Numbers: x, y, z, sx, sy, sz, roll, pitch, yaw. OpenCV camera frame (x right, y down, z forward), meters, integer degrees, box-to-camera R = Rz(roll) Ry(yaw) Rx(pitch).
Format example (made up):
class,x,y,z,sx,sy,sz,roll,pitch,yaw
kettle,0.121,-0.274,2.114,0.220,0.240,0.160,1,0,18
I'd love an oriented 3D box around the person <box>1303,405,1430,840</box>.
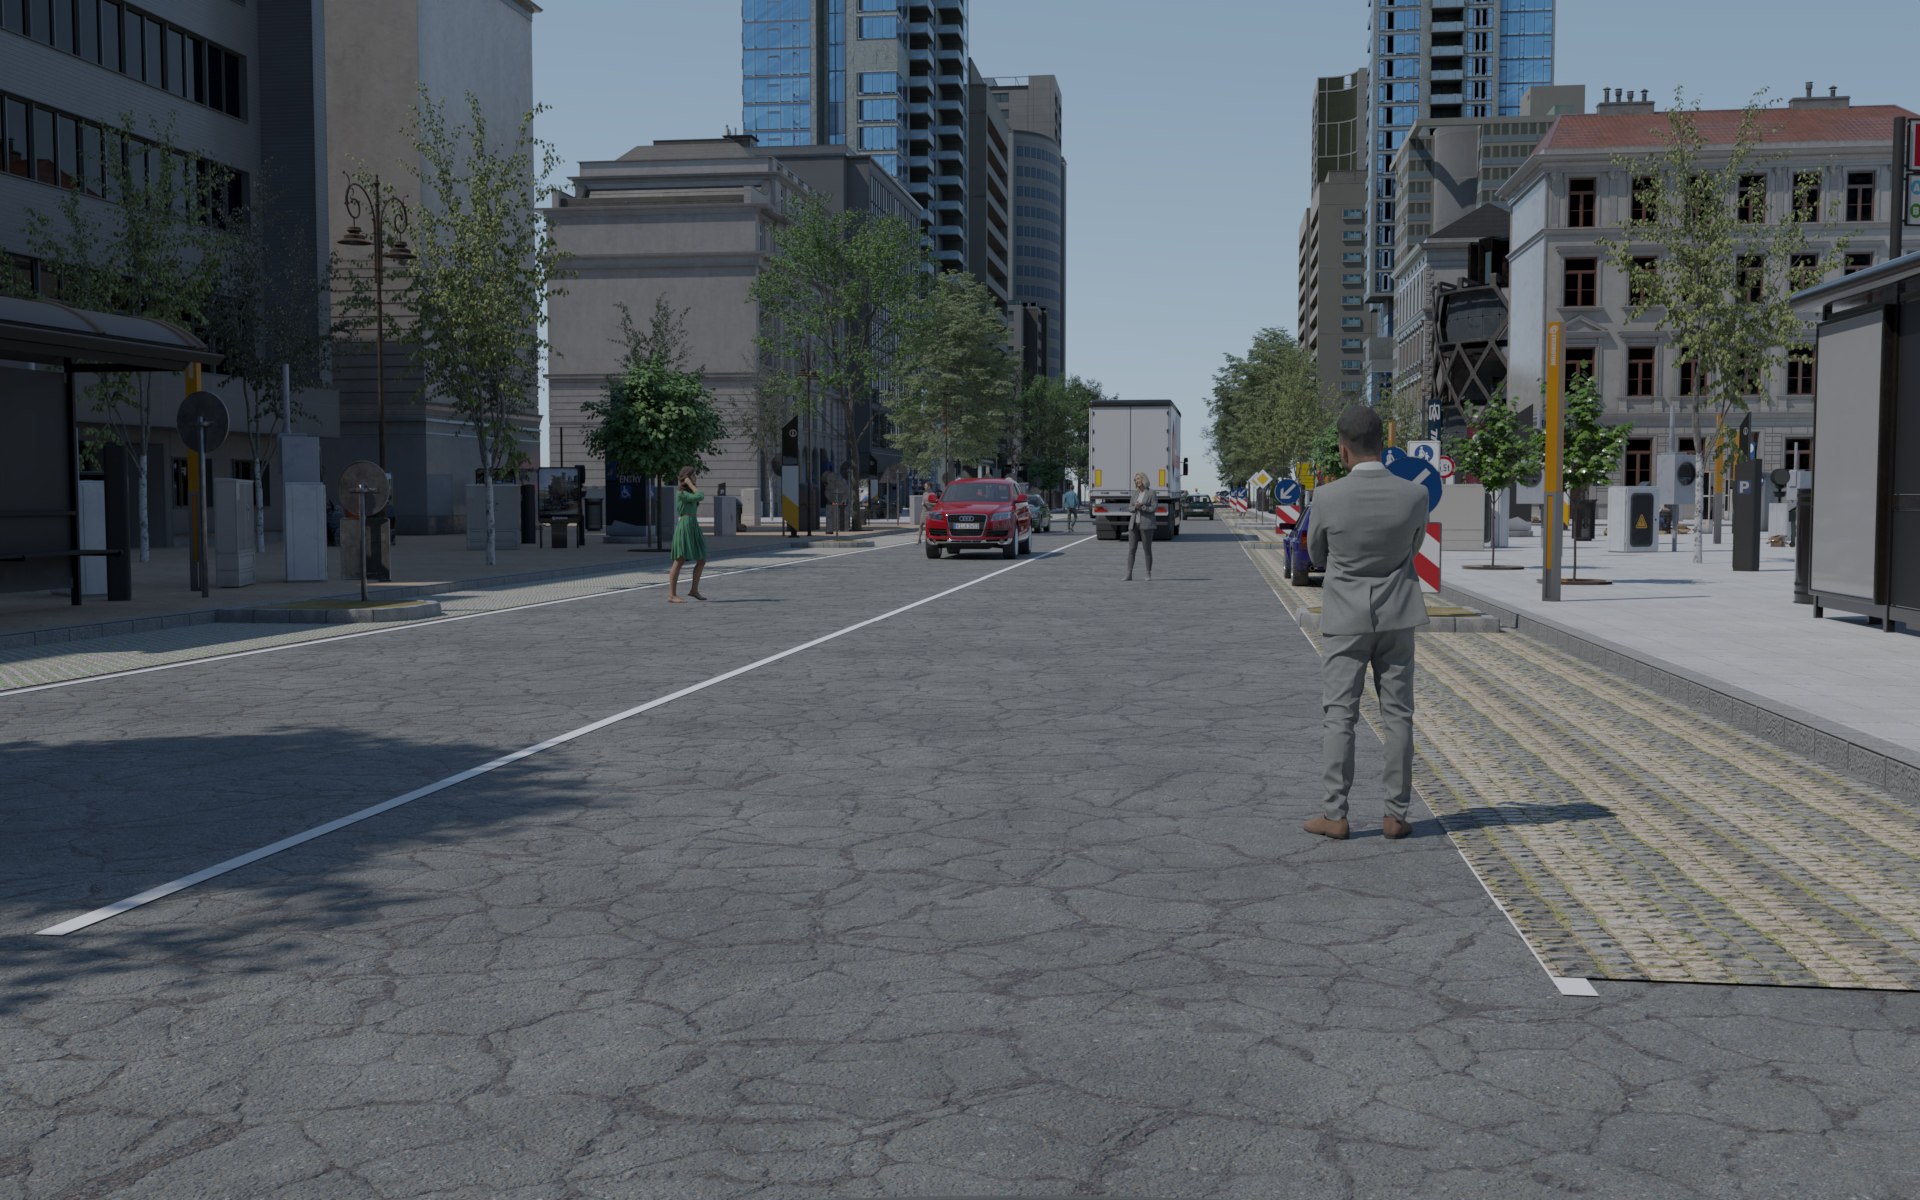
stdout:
class,x,y,z,sx,sy,sz,roll,pitch,yaw
person,1.708,0.083,7.332,0.511,1.800,0.466,-1,4,-11

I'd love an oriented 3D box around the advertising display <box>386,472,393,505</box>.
class,x,y,z,sx,sy,sz,roll,pitch,yaw
advertising display,-16.724,-2.719,49.664,0.123,1.923,0.974,3,5,42

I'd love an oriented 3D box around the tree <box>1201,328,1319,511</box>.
class,x,y,z,sx,sy,sz,roll,pitch,yaw
tree,23.556,-13.947,134.687,9.857,13.997,8.962,0,3,0

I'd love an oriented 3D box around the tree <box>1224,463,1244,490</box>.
class,x,y,z,sx,sy,sz,roll,pitch,yaw
tree,40.055,-18.388,250.999,4.360,8.622,3.978,0,3,0

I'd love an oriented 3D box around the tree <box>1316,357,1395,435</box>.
class,x,y,z,sx,sy,sz,roll,pitch,yaw
tree,21.030,-8.697,92.563,4.360,8.622,3.978,0,3,0

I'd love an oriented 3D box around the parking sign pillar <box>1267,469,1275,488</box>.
class,x,y,z,sx,sy,sz,roll,pitch,yaw
parking sign pillar,27.066,-9.937,150.939,1.447,3.967,1.447,1,4,8

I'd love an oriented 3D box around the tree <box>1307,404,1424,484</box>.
class,x,y,z,sx,sy,sz,roll,pitch,yaw
tree,14.393,-4.846,62.939,4.285,4.588,4.351,0,3,0

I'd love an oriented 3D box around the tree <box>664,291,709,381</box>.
class,x,y,z,sx,sy,sz,roll,pitch,yaw
tree,-11.390,-6.933,63.724,4.737,8.622,4.395,0,3,0

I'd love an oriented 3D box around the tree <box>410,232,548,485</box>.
class,x,y,z,sx,sy,sz,roll,pitch,yaw
tree,-13.357,-6.013,48.669,4.360,8.622,3.978,0,3,0

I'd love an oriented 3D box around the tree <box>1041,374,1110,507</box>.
class,x,y,z,sx,sy,sz,roll,pitch,yaw
tree,11.536,-15.206,165.633,9.611,12.733,9.660,0,3,0

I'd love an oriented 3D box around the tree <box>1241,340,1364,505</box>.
class,x,y,z,sx,sy,sz,roll,pitch,yaw
tree,16.241,-8.085,82.557,4.737,8.622,4.395,0,3,0

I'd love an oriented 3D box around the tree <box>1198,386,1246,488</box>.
class,x,y,z,sx,sy,sz,roll,pitch,yaw
tree,31.117,-17.066,189.399,12.009,13.543,11.850,0,3,0

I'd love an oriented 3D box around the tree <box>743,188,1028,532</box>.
class,x,y,z,sx,sy,sz,roll,pitch,yaw
tree,-3.712,-8.188,59.621,9.928,11.665,9.643,0,3,0

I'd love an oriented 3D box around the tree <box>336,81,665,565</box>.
class,x,y,z,sx,sy,sz,roll,pitch,yaw
tree,-8.611,-4.922,30.841,4.737,8.622,4.395,0,3,0

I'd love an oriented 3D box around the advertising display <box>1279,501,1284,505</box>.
class,x,y,z,sx,sy,sz,roll,pitch,yaw
advertising display,16.645,-5.190,90.066,0.123,1.923,0.974,1,4,9

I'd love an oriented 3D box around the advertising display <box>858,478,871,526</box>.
class,x,y,z,sx,sy,sz,roll,pitch,yaw
advertising display,-3.960,-4.010,70.784,0.123,1.923,0.974,-3,4,-37

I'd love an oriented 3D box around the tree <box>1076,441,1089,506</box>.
class,x,y,z,sx,sy,sz,roll,pitch,yaw
tree,13.955,-14.642,189.751,4.737,8.622,4.395,0,3,0

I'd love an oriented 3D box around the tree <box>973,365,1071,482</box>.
class,x,y,z,sx,sy,sz,roll,pitch,yaw
tree,4.168,-11.463,121.840,8.767,10.594,7.601,2,4,30

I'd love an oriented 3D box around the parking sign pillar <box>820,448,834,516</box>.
class,x,y,z,sx,sy,sz,roll,pitch,yaw
parking sign pillar,-7.826,-6.956,102.198,1.447,3.967,1.447,1,4,17

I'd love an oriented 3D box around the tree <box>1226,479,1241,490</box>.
class,x,y,z,sx,sy,sz,roll,pitch,yaw
tree,46.383,-18.767,290.550,4.285,4.588,4.351,0,3,0

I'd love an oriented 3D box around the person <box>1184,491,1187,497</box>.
class,x,y,z,sx,sy,sz,roll,pitch,yaw
person,22.157,-9.885,170.671,0.434,1.755,0.990,-1,4,-14

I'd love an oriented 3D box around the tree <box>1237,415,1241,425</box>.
class,x,y,z,sx,sy,sz,roll,pitch,yaw
tree,19.157,-9.414,104.277,4.737,8.622,4.395,0,3,0

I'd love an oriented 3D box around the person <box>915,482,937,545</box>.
class,x,y,z,sx,sy,sz,roll,pitch,yaw
person,-0.946,-2.426,48.504,0.599,1.781,0.374,2,4,34

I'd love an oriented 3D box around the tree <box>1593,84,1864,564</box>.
class,x,y,z,sx,sy,sz,roll,pitch,yaw
tree,13.841,-4.971,31.642,4.737,8.622,4.395,0,3,0

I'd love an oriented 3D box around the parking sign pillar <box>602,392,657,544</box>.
class,x,y,z,sx,sy,sz,roll,pitch,yaw
parking sign pillar,-8.632,-3.474,45.275,1.447,3.967,1.447,2,4,26

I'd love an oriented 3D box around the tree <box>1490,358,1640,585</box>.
class,x,y,z,sx,sy,sz,roll,pitch,yaw
tree,8.865,-1.836,24.614,1.663,3.219,1.824,0,3,0

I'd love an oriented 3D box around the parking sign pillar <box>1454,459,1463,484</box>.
class,x,y,z,sx,sy,sz,roll,pitch,yaw
parking sign pillar,25.479,-6.084,87.952,1.447,3.967,1.447,-3,5,-40

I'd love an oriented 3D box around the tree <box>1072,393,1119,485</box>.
class,x,y,z,sx,sy,sz,roll,pitch,yaw
tree,18.065,-18.970,216.812,9.857,13.997,8.962,0,3,0

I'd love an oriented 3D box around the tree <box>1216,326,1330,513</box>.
class,x,y,z,sx,sy,sz,roll,pitch,yaw
tree,21.491,-12.172,117.132,7.486,12.596,7.792,0,3,0

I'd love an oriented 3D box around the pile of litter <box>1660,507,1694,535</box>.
class,x,y,z,sx,sy,sz,roll,pitch,yaw
pile of litter,22.753,-2.532,55.371,1.719,0.858,1.176,0,4,-6

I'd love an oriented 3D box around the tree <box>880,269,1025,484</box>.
class,x,y,z,sx,sy,sz,roll,pitch,yaw
tree,-0.091,-10.367,87.622,7.486,12.596,7.792,0,3,0

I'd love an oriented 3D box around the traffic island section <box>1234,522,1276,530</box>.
class,x,y,z,sx,sy,sz,roll,pitch,yaw
traffic island section,13.338,-3.396,77.813,2.009,0.180,2.903,0,4,8

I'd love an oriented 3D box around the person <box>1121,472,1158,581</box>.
class,x,y,z,sx,sy,sz,roll,pitch,yaw
person,2.997,-1.217,28.578,0.537,1.800,0.526,3,5,42

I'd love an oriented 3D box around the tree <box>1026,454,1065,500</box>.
class,x,y,z,sx,sy,sz,roll,pitch,yaw
tree,6.743,-9.422,137.756,4.285,4.588,4.351,0,3,0

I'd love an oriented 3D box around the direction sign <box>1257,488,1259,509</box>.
class,x,y,z,sx,sy,sz,roll,pitch,yaw
direction sign,24.832,-9.310,144.210,0.876,3.537,0.379,-3,5,-41

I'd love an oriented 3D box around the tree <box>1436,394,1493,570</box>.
class,x,y,z,sx,sy,sz,roll,pitch,yaw
tree,9.230,-2.134,29.493,1.663,3.219,1.824,0,3,0

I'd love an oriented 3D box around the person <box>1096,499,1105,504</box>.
class,x,y,z,sx,sy,sz,roll,pitch,yaw
person,5.629,-3.769,69.998,0.514,1.842,0.818,2,4,35

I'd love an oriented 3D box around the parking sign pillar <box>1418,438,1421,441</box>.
class,x,y,z,sx,sy,sz,roll,pitch,yaw
parking sign pillar,22.227,-5.799,83.283,1.447,3.967,1.447,1,4,17

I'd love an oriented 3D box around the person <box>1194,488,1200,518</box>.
class,x,y,z,sx,sy,sz,roll,pitch,yaw
person,14.441,-5.921,105.526,0.478,1.798,0.641,0,4,-7

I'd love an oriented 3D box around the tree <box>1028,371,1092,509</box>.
class,x,y,z,sx,sy,sz,roll,pitch,yaw
tree,7.605,-13.522,146.834,9.928,11.665,9.643,0,3,0

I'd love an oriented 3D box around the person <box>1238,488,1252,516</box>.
class,x,y,z,sx,sy,sz,roll,pitch,yaw
person,17.585,-5.996,106.647,0.853,1.813,0.709,0,4,-2

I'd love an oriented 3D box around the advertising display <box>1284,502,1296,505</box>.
class,x,y,z,sx,sy,sz,roll,pitch,yaw
advertising display,17.439,-5.270,91.375,0.974,1.923,0.123,-2,4,-28

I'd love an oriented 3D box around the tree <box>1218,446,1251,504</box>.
class,x,y,z,sx,sy,sz,roll,pitch,yaw
tree,38.926,-19.164,239.090,9.928,11.665,9.643,0,3,0

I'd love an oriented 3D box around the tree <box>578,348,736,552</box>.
class,x,y,z,sx,sy,sz,roll,pitch,yaw
tree,-6.687,-3.372,38.846,4.285,4.588,4.351,0,3,0

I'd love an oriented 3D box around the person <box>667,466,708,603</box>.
class,x,y,z,sx,sy,sz,roll,pitch,yaw
person,-3.609,-0.866,22.903,0.529,1.795,0.600,0,4,-5

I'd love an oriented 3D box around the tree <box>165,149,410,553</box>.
class,x,y,z,sx,sy,sz,roll,pitch,yaw
tree,-15.144,-5.342,37.710,4.360,8.622,3.978,0,3,0

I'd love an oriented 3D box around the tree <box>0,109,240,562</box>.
class,x,y,z,sx,sy,sz,roll,pitch,yaw
tree,-15.733,-5.035,32.689,4.737,8.622,4.395,0,3,0

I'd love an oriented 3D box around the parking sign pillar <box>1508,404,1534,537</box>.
class,x,y,z,sx,sy,sz,roll,pitch,yaw
parking sign pillar,16.467,-3.879,51.902,1.447,3.967,1.447,1,4,21

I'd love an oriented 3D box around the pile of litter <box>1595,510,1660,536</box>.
class,x,y,z,sx,sy,sz,roll,pitch,yaw
pile of litter,20.361,-2.409,53.349,1.176,0.858,1.719,-3,5,-42

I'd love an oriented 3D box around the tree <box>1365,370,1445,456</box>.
class,x,y,z,sx,sy,sz,roll,pitch,yaw
tree,26.781,-9.379,103.706,4.737,8.622,4.395,0,3,0

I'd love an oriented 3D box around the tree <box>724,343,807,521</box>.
class,x,y,z,sx,sy,sz,roll,pitch,yaw
tree,-9.145,-8.113,83.013,4.360,8.622,3.978,0,3,0

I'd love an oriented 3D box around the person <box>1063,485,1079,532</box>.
class,x,y,z,sx,sy,sz,roll,pitch,yaw
person,4.175,-3.441,65.106,0.601,1.785,0.444,2,4,27
